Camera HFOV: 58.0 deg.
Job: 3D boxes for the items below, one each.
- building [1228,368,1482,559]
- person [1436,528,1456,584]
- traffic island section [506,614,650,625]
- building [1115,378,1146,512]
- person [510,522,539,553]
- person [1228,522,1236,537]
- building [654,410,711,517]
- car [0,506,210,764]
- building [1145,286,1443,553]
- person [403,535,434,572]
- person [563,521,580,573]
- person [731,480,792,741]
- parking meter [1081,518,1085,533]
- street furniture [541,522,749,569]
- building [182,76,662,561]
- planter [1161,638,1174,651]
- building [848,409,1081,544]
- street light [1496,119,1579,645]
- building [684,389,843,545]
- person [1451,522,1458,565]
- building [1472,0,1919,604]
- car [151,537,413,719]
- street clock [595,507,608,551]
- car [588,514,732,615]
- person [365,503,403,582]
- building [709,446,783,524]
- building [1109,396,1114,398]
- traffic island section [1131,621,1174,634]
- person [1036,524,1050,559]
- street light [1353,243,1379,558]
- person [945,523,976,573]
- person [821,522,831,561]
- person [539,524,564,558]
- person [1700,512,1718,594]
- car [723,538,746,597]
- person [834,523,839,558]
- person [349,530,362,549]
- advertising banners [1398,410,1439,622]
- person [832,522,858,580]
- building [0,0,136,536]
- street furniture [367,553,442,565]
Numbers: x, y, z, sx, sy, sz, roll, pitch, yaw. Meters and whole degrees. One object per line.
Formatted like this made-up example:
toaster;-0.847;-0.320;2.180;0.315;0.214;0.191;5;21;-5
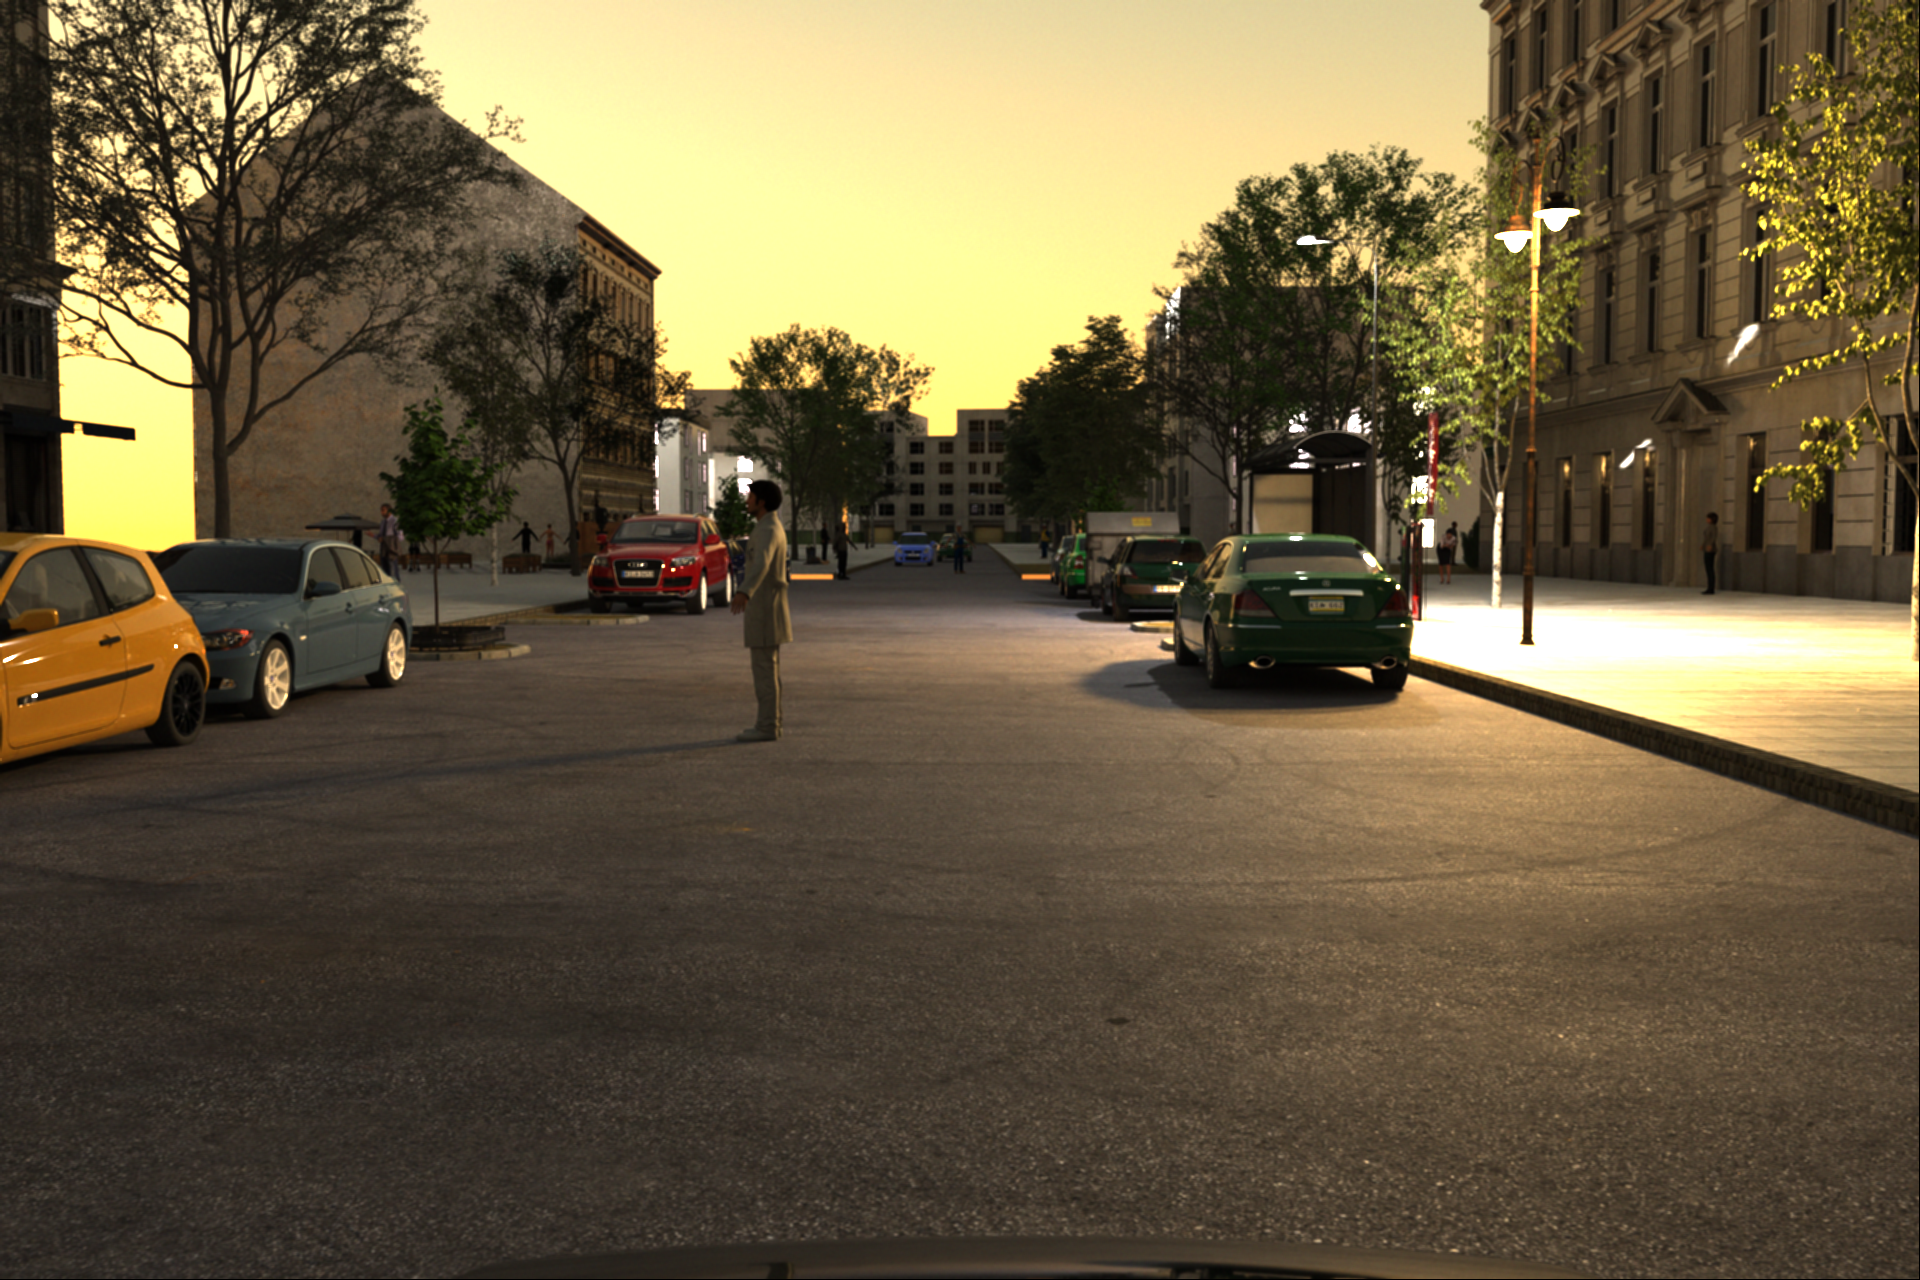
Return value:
building;22.270;-9.760;101.729;9.099;9.664;28.070;0;4;1
person;12.516;-2.164;44.608;0.628;1.438;0.799;-2;4;-27
traffic island section;-6.147;-0.328;28.228;1.991;0.108;1.994;0;4;1
building;27.346;-22.895;205.254;19.493;23.208;18.063;0;4;1
person;-18.507;-4.136;73.802;0.705;1.806;1.347;3;5;45
person;12.376;-4.473;78.991;0.705;1.847;1.347;2;4;24
building;-23.170;-11.455;129.436;9.099;9.664;28.070;0;4;0
car;-6.091;-0.008;10.357;2.015;1.641;3.980;0;4;1
building;24.084;-16.254;132.206;16.747;18.905;31.486;0;4;0
person;-18.727;-3.258;59.408;1.345;1.843;0.704;-1;4;-13
person;-12.704;-3.053;56.637;0.721;1.740;1.216;-2;4;-32
person;-1.392;-0.213;12.119;0.705;1.806;1.347;0;4;1
parking meter;4.158;-3.102;56.422;0.399;1.863;0.255;0;4;1
street furniture;-11.554;-3.665;66.777;11.010;1.723;9.812;1;4;20
building;-27.058;-15.902;90.928;19.493;23.208;18.063;0;4;1
planter;3.547;-0.034;21.695;1.991;0.319;1.994;0;4;1
building;0.978;-23.405;251.578;31.486;18.905;16.747;1;4;10
street light;6.571;-2.880;19.884;0.468;5.910;1.993;0;4;1
building;-25.044;-22.059;227.126;16.747;18.905;31.486;0;4;1
person;20.315;-3.967;71.129;0.705;1.796;1.348;1;4;18
building;25.228;-15.882;36.086;17.030;29.872;44.131;0;4;0
car;-6.149;-0.181;14.959;2.014;1.417;4.499;0;4;1
street clock;-9.709;-2.592;46.953;0.358;2.002;0.471;0;4;1
car;-5.544;-1.457;32.503;2.281;1.827;5.304;0;4;0
person;-10.533;-1.573;31.632;0.709;1.838;0.599;3;4;36
building;-22.838;-14.502;179.257;9.099;9.664;28.070;0;3;0
building;24.700;-22.794;229.097;16.016;20.090;11.380;0;4;1
traffic island section;3.576;-0.183;25.853;1.991;0.108;1.994;0;3;0
person;4.405;-5.203;91.036;0.705;1.833;1.349;-2;4;-26
street light;7.019;-3.334;27.054;1.470;5.913;1.316;0;4;1
person;-0.024;-3.358;63.224;1.347;1.847;0.705;-2;4;-35
person;-6.039;-4.369;77.656;0.704;1.802;1.346;1;4;10
person;-18.060;-4.259;76.443;1.217;1.733;0.721;1;4;17
person;15.930;-1.847;36.956;0.721;1.744;1.215;1;4;16
car;-5.934;-1.705;40.459;1.945;1.354;3.894;0;4;0
person;-6.496;-5.244;91.512;0.705;1.856;1.354;0;4;-3
person;-22.138;-3.523;63.537;0.705;1.837;1.347;0;4;-3
advertising banners;6.767;-1.799;25.605;0.090;3.025;2.074;0;4;1
person;-3.668;-2.807;54.477;0.705;1.813;1.348;2;4;29
building;-31.060;-18.184;43.428;12.429;33.558;17.177;0;4;1
street furniture;-26.648;-3.552;73.705;10.072;0.657;5.734;1;4;15
